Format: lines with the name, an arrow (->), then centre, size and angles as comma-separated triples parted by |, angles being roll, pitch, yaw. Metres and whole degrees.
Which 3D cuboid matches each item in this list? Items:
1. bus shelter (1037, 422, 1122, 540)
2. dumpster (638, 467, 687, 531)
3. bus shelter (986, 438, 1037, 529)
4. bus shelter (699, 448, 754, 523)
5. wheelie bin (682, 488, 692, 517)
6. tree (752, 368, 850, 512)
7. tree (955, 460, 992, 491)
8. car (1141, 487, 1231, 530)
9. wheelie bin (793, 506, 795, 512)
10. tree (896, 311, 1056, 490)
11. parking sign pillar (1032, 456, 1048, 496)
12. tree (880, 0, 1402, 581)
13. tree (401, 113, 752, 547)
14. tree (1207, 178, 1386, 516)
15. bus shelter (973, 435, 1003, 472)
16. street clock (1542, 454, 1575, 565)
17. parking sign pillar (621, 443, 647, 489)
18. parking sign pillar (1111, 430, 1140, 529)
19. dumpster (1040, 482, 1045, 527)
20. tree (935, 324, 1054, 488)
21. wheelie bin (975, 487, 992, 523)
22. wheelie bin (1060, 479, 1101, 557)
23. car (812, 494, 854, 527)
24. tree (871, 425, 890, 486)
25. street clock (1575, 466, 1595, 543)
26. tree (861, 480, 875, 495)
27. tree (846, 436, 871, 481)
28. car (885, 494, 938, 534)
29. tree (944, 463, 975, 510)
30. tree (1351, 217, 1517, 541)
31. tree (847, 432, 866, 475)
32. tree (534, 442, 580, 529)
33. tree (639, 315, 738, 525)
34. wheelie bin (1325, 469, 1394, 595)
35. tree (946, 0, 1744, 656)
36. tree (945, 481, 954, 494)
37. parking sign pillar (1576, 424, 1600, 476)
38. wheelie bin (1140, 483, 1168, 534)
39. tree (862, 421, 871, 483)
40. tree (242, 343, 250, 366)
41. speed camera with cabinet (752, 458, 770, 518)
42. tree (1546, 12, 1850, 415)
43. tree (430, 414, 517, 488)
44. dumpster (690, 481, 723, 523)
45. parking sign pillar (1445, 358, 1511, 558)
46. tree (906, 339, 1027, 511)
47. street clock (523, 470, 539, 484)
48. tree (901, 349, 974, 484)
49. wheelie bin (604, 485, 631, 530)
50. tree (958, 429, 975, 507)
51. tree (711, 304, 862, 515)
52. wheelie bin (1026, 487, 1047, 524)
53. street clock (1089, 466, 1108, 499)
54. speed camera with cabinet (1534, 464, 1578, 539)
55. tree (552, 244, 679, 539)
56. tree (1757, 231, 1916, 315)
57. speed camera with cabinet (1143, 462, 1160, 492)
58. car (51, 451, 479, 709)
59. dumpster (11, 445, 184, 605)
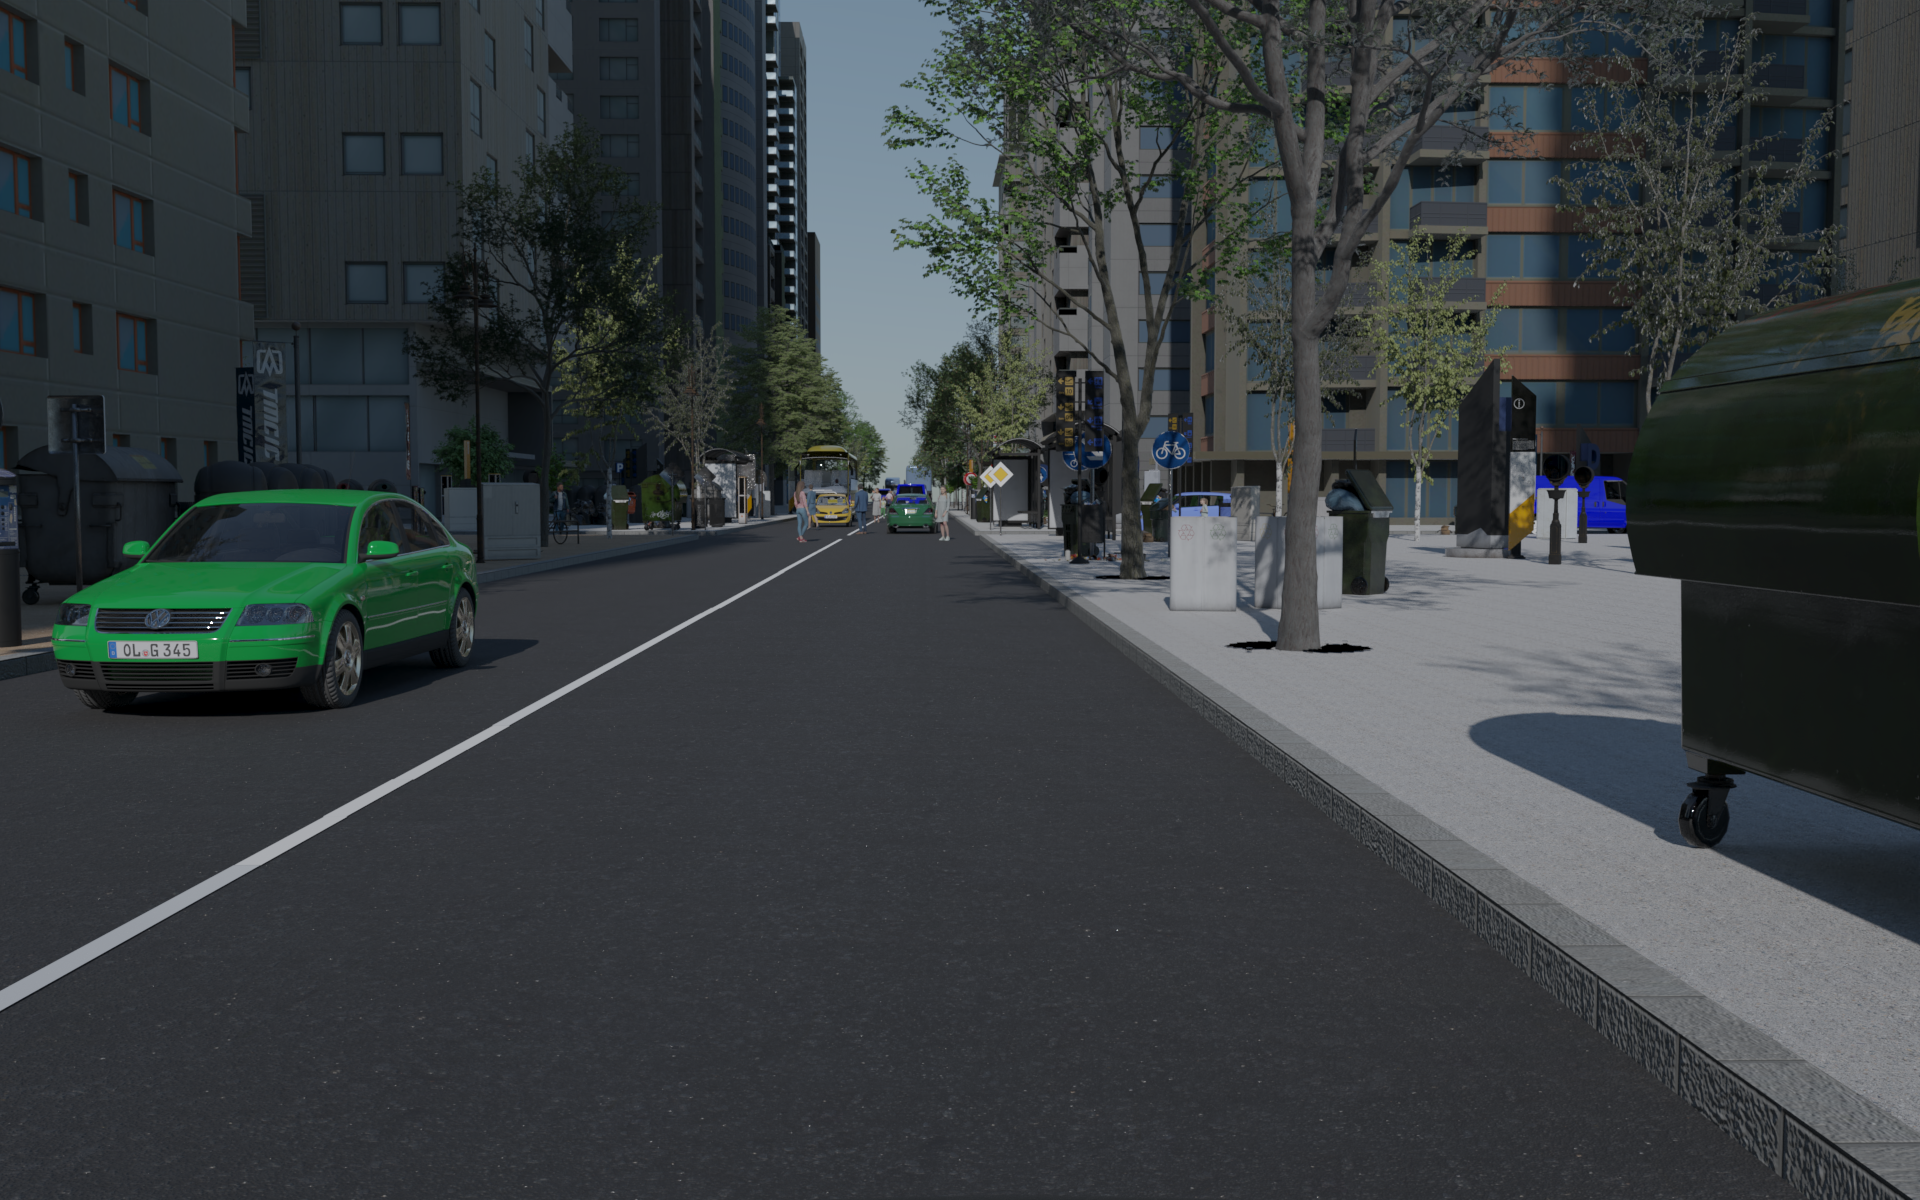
bus shelter -> 3.505, -3.447, 50.282 | 2.014, 3.302, 5.546 | 0, 4, -1
dumpster -> -10.524, -3.595, 61.265 | 1.502, 2.255, 1.985 | 0, 4, -1
bus shelter -> 2.086, -4.348, 65.011 | 2.014, 3.302, 5.546 | 0, 4, -1
bus shelter -> -10.692, -5.210, 79.103 | 2.014, 3.302, 5.546 | 0, 4, -1
wheelie bin -> -14.928, -5.341, 95.240 | 0.980, 1.594, 0.693 | 2, 4, 27
tree -> -11.631, -11.442, 121.481 | 8.767, 10.594, 7.601 | -3, 4, -36
tree -> 1.099, -6.233, 96.507 | 1.663, 3.219, 1.824 | 0, 3, 0
car -> 7.672, -2.993, 58.530 | 3.694, 1.707, 1.945 | 0, 4, -2
wheelie bin -> -11.857, -7.275, 126.857 | 0.980, 1.594, 0.693 | -1, 4, -12
tree -> 0.946, -9.444, 88.830 | 8.767, 10.594, 7.601 | -1, 4, -11
parking sign pillar -> 5.300, -7.596, 112.663 | 1.447, 3.967, 1.447 | -3, 5, -41
tree -> 2.664, -6.128, 25.948 | 9.928, 11.665, 9.643 | 0, 3, 0
tree -> -9.824, -6.574, 41.900 | 7.601, 10.594, 8.767 | -1, 4, -19
tree -> 7.883, -5.562, 41.302 | 4.360, 8.622, 3.978 | 0, 3, 0
bus shelter -> 1.943, -8.408, 115.099 | 2.179, 5.291, 8.768 | 0, 4, -1
street clock -> 10.836, -1.646, 31.487 | 0.471, 2.002, 0.358 | 2, 4, 33
parking sign pillar -> -17.048, -6.249, 90.640 | 1.447, 3.967, 1.447 | -2, 4, -35
parking sign pillar -> 5.857, -4.630, 64.181 | 1.447, 3.967, 1.447 | 1, 4, 20
dumpster -> 2.725, -3.871, 69.044 | 1.264, 1.857, 1.865 | 0, 4, -1
tree -> 2.038, -7.611, 74.810 | 4.737, 8.622, 4.395 | 0, 3, 0
wheelie bin -> 1.115, -4.276, 77.817 | 0.693, 1.594, 0.980 | -2, 4, -25
wheelie bin -> 2.469, -1.692, 35.567 | 0.693, 1.594, 0.980 | -2, 4, -26
car -> -5.622, -4.039, 76.267 | 2.015, 1.641, 3.980 | 0, 4, -2
tree -> -14.369, -21.262, 265.758 | 7.486, 12.596, 7.792 | 0, 3, 0
street clock -> 16.253, -2.482, 45.147 | 0.471, 2.002, 0.358 | 2, 4, 35
tree -> -14.936, -17.794, 285.528 | 1.663, 3.219, 1.824 | 0, 3, 0
tree -> -13.153, -16.065, 213.029 | 4.737, 8.622, 4.395 | 0, 3, 0
car -> -1.743, -3.196, 64.045 | 2.131, 1.459, 4.920 | 0, 4, 0
tree -> 0.259, -9.537, 139.649 | 4.285, 4.588, 4.351 | 0, 3, 0
tree -> 12.731, -5.915, 47.075 | 4.737, 8.622, 4.395 | 0, 3, 0
tree -> -12.938, -15.595, 205.345 | 4.360, 8.622, 3.978 | 0, 3, 0
tree -> -14.921, -4.261, 64.262 | 1.663, 3.219, 1.824 | 0, 3, 0
tree -> -10.862, -7.342, 70.406 | 4.360, 8.622, 3.978 | 0, 3, 0
wheelie bin -> 5.091, -0.875, 22.212 | 0.693, 1.594, 0.980 | 3, 5, 40
tree -> 2.904, -6.325, 13.785 | 12.009, 13.543, 11.850 | 0, 3, 0
tree -> -1.094, -11.418, 181.282 | 1.663, 3.219, 1.824 | 0, 3, 0
parking sign pillar -> 24.173, -4.783, 66.675 | 1.447, 3.967, 1.447 | 3, 5, 43
wheelie bin -> 5.603, -2.560, 49.766 | 0.693, 1.594, 0.980 | -2, 4, -29
tree -> -11.693, -13.080, 131.992 | 7.486, 12.596, 7.792 | 0, 3, 0
tree -> -29.635, -7.205, 68.160 | 4.737, 8.622, 4.395 | 0, 3, 0
speed camera with cabinet -> -10.854, -6.124, 94.458 | 0.660, 3.252, 2.038 | -1, 4, -20
tree -> 11.072, -4.659, 26.545 | 4.360, 8.622, 3.978 | 0, 3, 0
tree -> -19.971, -5.348, 71.159 | 4.285, 4.588, 4.351 | 0, 3, 0
dumpster -> -10.948, -4.220, 74.750 | 1.264, 1.857, 1.865 | 0, 4, -1
parking sign pillar -> 10.634, -2.856, 35.172 | 1.447, 3.967, 1.447 | -1, 4, -15
tree -> 0.745, -12.913, 128.129 | 9.611, 12.733, 9.660 | 0, 3, 0
street clock -> -13.144, -2.967, 53.087 | 0.358, 2.002, 0.471 | 2, 4, 29
tree -> -0.506, -22.444, 222.846 | 12.611, 20.169, 13.585 | 0, 3, 0
wheelie bin -> -12.287, -3.305, 61.948 | 0.980, 1.594, 0.693 | -2, 4, -35
tree -> 0.499, -13.367, 168.909 | 4.360, 8.622, 3.978 | 0, 3, 0
tree -> -10.933, -11.367, 103.975 | 7.486, 12.596, 7.792 | 0, 3, 0
wheelie bin -> 3.227, -4.046, 74.065 | 0.980, 1.594, 0.693 | 0, 4, -7
street clock -> 3.597, -2.473, 45.006 | 0.471, 2.002, 0.358 | -1, 4, -12
speed camera with cabinet -> 16.739, -3.396, 49.862 | 0.660, 3.252, 2.038 | -3, 4, -38
tree -> -10.101, -6.087, 49.891 | 4.737, 8.622, 4.395 | 0, 3, 0
tree -> 26.417, -6.145, 50.830 | 4.360, 8.622, 3.978 | 0, 3, 0
speed camera with cabinet -> 7.423, -4.445, 67.011 | 0.660, 3.252, 2.038 | 0, 4, 8
car -> -4.971, -0.255, 12.961 | 1.959, 1.807, 4.718 | 0, 4, 0
dumpster -> -10.264, -0.912, 20.674 | 1.264, 1.857, 1.865 | 0, 4, -1
